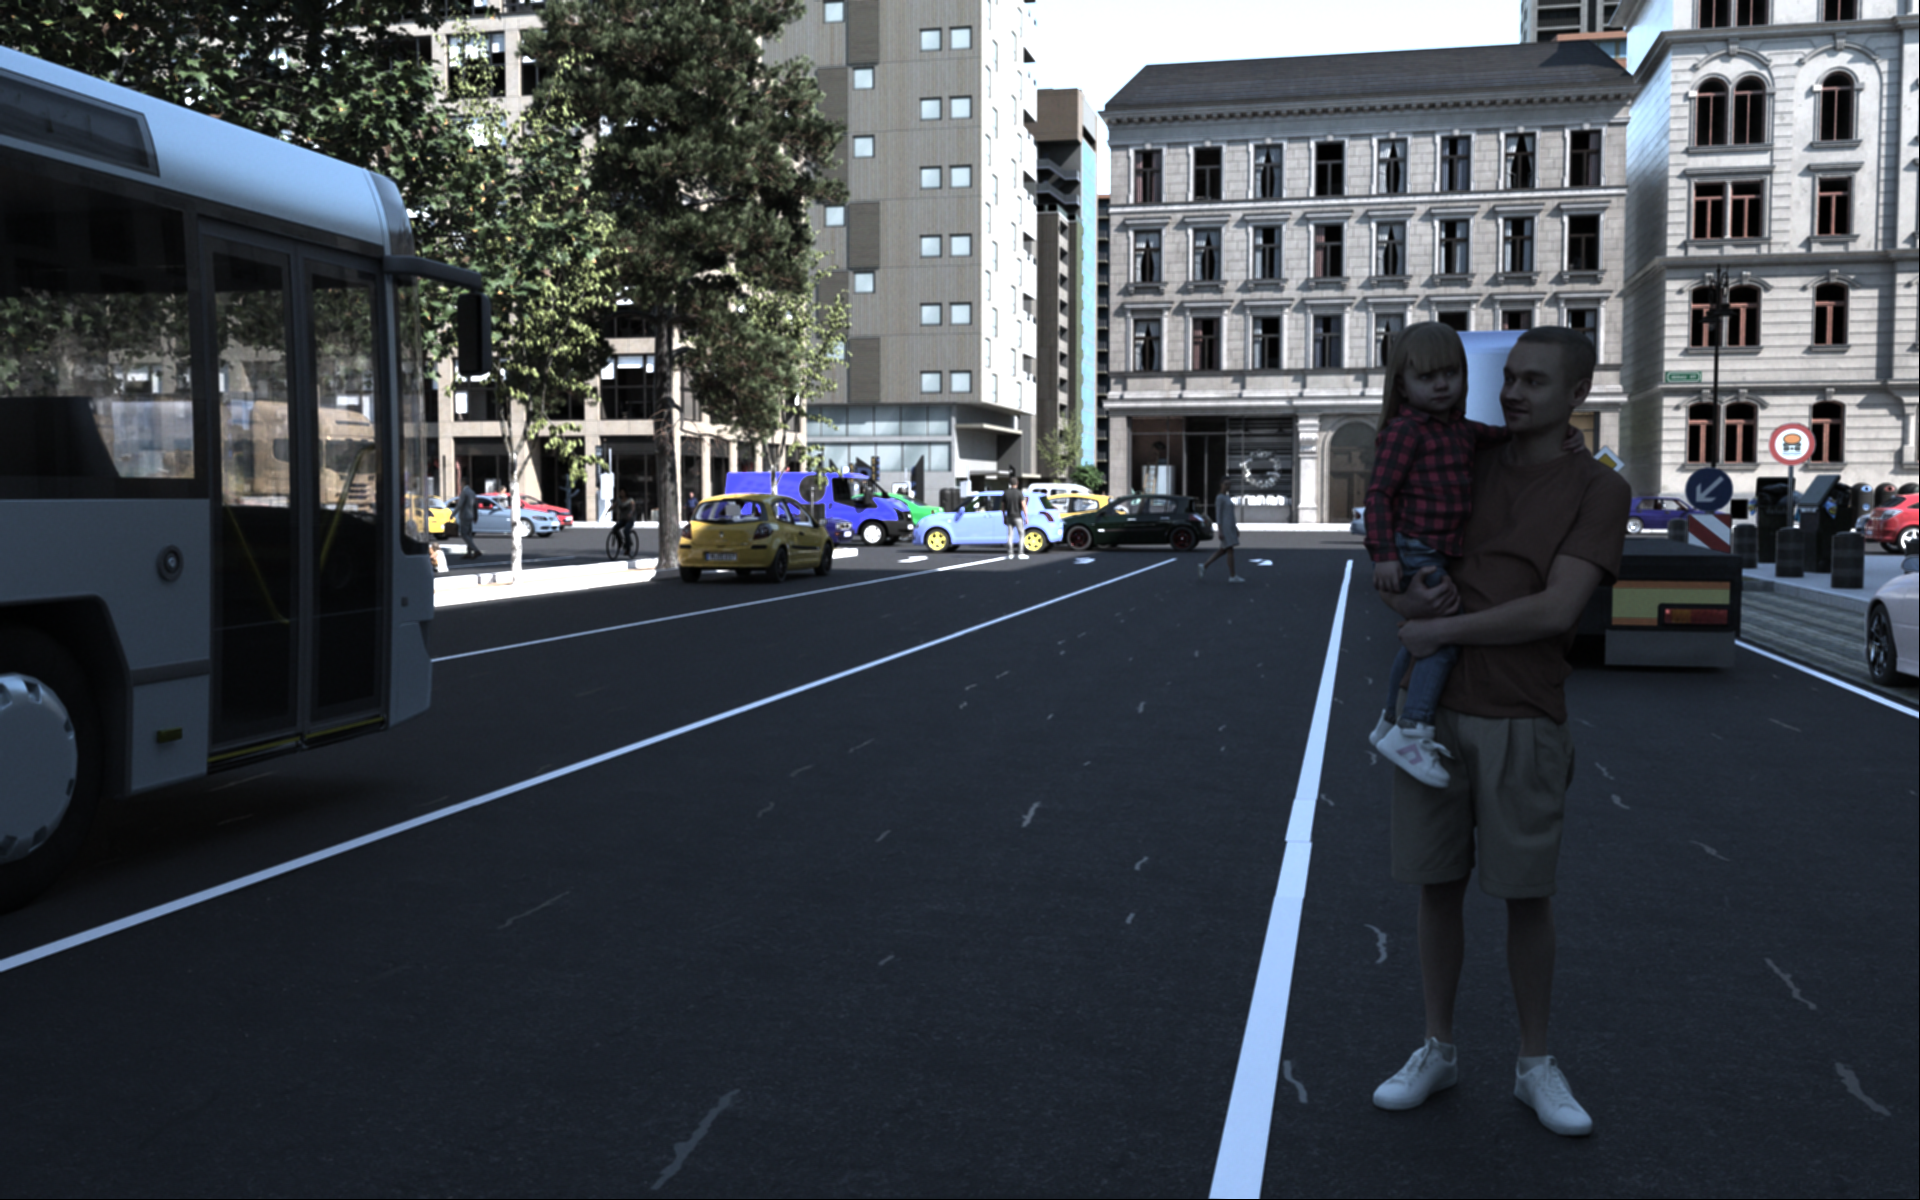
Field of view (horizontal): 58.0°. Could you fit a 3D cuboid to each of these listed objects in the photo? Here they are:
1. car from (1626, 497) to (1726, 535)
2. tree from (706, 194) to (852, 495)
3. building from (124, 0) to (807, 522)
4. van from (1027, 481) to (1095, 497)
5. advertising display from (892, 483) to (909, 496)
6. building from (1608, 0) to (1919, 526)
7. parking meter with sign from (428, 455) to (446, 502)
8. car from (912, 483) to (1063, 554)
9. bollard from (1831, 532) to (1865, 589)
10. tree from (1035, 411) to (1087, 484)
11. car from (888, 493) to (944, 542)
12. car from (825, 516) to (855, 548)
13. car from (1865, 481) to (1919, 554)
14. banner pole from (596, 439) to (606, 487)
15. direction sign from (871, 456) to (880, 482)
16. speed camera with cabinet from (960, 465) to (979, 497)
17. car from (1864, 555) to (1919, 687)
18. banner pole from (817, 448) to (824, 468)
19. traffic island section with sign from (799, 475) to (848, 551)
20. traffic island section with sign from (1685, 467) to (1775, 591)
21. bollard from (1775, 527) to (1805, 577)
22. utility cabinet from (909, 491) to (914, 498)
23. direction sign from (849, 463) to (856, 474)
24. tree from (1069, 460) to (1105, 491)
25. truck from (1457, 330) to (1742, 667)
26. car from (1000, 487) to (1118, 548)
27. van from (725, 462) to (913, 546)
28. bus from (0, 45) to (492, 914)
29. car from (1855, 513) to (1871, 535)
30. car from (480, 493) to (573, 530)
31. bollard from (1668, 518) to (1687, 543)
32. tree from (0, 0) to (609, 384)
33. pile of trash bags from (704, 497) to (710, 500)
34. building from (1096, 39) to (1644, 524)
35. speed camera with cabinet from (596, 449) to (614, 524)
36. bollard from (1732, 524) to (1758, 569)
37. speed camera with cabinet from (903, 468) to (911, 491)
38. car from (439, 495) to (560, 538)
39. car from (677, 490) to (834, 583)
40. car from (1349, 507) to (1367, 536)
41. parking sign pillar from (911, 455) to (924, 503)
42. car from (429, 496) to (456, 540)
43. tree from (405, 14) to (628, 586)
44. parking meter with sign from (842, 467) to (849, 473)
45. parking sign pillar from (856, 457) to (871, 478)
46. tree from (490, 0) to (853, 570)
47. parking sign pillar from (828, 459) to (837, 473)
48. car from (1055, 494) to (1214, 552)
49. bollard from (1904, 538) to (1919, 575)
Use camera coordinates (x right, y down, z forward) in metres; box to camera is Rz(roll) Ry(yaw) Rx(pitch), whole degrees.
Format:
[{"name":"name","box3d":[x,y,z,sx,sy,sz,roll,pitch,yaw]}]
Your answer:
[{"name":"car","box3d":[25.286,-3.009,61.780,3.894,1.354,1.945,1,4,12]},{"name":"tree","box3d":[-4.081,-5.188,37.640,4.737,8.622,4.395,0,3,0]},{"name":"building","box3d":[-27.336,-17.529,91.121,34.151,26.468,19.350,1,4,13]},{"name":"van","box3d":[4.596,-3.710,67.676,4.112,2.044,2.013,1,4,12]},{"name":"advertising display","box3d":[-3.511,-5.945,102.407,0.974,1.923,0.123,1,4,15]},{"name":"building","box3d":[40.588,-17.471,73.034,23.554,28.519,14.401,1,4,13]},{"name":"parking meter with sign","box3d":[-23.929,-4.970,77.514,1.738,3.016,0.543,-1,4,-17]},{"name":"car","box3d":[0.675,-2.025,42.702,3.694,1.707,1.945,1,4,11]},{"name":"bollard","box3d":[12.119,-0.546,23.639,0.404,0.777,0.398,0,3,0]},{"name":"tree","box3d":[8.897,-12.133,148.736,4.737,8.622,4.395,0,3,0]},{"name":"car","box3d":[-2.750,-2.670,52.452,4.718,1.807,1.959,1,4,14]},{"name":"car","box3d":[-4.703,-1.919,43.960,3.894,1.354,1.945,1,4,13]},{"name":"car","box3d":[24.062,-1.966,41.180,4.494,1.783,2.155,1,4,15]},{"name":"banner pole","box3d":[-16.252,-5.417,78.587,0.863,3.779,0.401,3,4,37]},{"name":"direction sign","box3d":[-5.093,-6.874,104.391,0.379,3.537,0.876,2,4,29]},{"name":"speed camera with cabinet","box3d":[0.643,-7.613,118.807,0.660,3.252,2.038,1,4,23]},{"name":"car","box3d":[7.418,0.067,11.262,2.083,1.381,4.827,1,4,12]},{"name":"banner pole","box3d":[-7.615,-6.417,94.933,0.401,3.779,0.863,-2,4,-34]},{"name":"traffic island section with sign","box3d":[-3.606,-1.951,40.032,2.006,1.907,1.989,1,4,13]},{"name":"traffic island section with sign","box3d":[11.161,-1.089,26.435,1.989,1.847,2.006,1,4,13]},{"name":"bollard","box3d":[12.855,-0.740,26.821,0.404,0.777,0.398,0,3,0]},{"name":"utility cabinet","box3d":[-3.675,-6.629,117.064,1.173,1.500,0.318,-3,4,-36]},{"name":"direction sign","box3d":[-7.828,-8.304,127.761,0.379,3.537,0.876,3,5,43]},{"name":"tree","box3d":[11.923,-10.998,163.537,4.285,4.588,4.351,0,3,0]},{"name":"truck","box3d":[7.209,-2.032,22.988,2.967,4.110,18.799,1,4,14]},{"name":"car","box3d":[2.631,-2.243,46.903,3.980,1.641,2.015,1,4,14]},{"name":"van","box3d":[-3.924,-2.699,48.510,5.245,2.365,2.240,1,4,12]},{"name":"bus","box3d":[-4.985,-0.516,3.303,2.948,3.499,13.247,1,4,12]},{"name":"car","box3d":[30.133,-2.535,53.449,4.499,1.417,2.014,1,4,11]},{"name":"car","box3d":[-17.202,-3.557,67.197,4.494,1.783,2.155,1,4,13]},{"name":"bollard","box3d":[15.073,-1.324,36.362,0.404,0.777,0.398,0,3,0]},{"name":"tree","box3d":[-9.035,-6.023,17.939,9.611,12.733,9.660,0,3,0]},{"name":"pile of trash bags","box3d":[-9.815,-4.020,75.487,3.447,1.369,1.912,2,4,30]},{"name":"building","box3d":[8.742,-13.964,79.223,40.483,20.767,10.553,1,4,13]},{"name":"speed camera with cabinet","box3d":[-15.583,-4.989,75.909,0.660,3.252,2.038,-1,4,-17]},{"name":"bollard","box3d":[13.601,-0.935,29.999,0.404,0.777,0.398,0,3,0]},{"name":"speed camera with cabinet","box3d":[-3.594,-8.284,129.777,0.660,3.252,2.038,-2,4,-28]},{"name":"car","box3d":[-15.536,-2.786,57.551,4.499,1.417,2.014,1,4,11]},{"name":"car","box3d":[-3.389,-1.176,29.452,2.015,1.641,3.980,1,4,12]},{"name":"car","box3d":[13.561,-2.327,50.047,4.499,1.417,2.014,1,4,13]},{"name":"parking sign pillar","box3d":[-2.940,-8.016,119.537,1.447,3.967,1.447,1,4,23]},{"name":"car","box3d":[-17.720,-2.663,53.771,3.980,1.641,2.015,1,4,14]},{"name":"tree","box3d":[-6.809,-4.479,26.049,4.737,8.622,4.395,0,3,0]},{"name":"parking meter with sign","box3d":[-6.788,-6.962,110.096,0.543,3.016,1.738,-3,5,-39]},{"name":"parking sign pillar","box3d":[-6.868,-8.374,125.384,1.447,3.967,1.447,0,4,2]},{"name":"tree","box3d":[-5.463,-6.563,31.824,6.751,12.117,7.091,0,3,0]},{"name":"parking sign pillar","box3d":[-9.743,-8.799,132.336,1.447,3.967,1.447,-2,4,-31]},{"name":"car","box3d":[4.349,-2.098,44.087,4.222,1.686,2.009,1,4,12]},{"name":"bollard","box3d":[11.378,-0.351,20.451,0.404,0.777,0.398,0,3,0]}]
